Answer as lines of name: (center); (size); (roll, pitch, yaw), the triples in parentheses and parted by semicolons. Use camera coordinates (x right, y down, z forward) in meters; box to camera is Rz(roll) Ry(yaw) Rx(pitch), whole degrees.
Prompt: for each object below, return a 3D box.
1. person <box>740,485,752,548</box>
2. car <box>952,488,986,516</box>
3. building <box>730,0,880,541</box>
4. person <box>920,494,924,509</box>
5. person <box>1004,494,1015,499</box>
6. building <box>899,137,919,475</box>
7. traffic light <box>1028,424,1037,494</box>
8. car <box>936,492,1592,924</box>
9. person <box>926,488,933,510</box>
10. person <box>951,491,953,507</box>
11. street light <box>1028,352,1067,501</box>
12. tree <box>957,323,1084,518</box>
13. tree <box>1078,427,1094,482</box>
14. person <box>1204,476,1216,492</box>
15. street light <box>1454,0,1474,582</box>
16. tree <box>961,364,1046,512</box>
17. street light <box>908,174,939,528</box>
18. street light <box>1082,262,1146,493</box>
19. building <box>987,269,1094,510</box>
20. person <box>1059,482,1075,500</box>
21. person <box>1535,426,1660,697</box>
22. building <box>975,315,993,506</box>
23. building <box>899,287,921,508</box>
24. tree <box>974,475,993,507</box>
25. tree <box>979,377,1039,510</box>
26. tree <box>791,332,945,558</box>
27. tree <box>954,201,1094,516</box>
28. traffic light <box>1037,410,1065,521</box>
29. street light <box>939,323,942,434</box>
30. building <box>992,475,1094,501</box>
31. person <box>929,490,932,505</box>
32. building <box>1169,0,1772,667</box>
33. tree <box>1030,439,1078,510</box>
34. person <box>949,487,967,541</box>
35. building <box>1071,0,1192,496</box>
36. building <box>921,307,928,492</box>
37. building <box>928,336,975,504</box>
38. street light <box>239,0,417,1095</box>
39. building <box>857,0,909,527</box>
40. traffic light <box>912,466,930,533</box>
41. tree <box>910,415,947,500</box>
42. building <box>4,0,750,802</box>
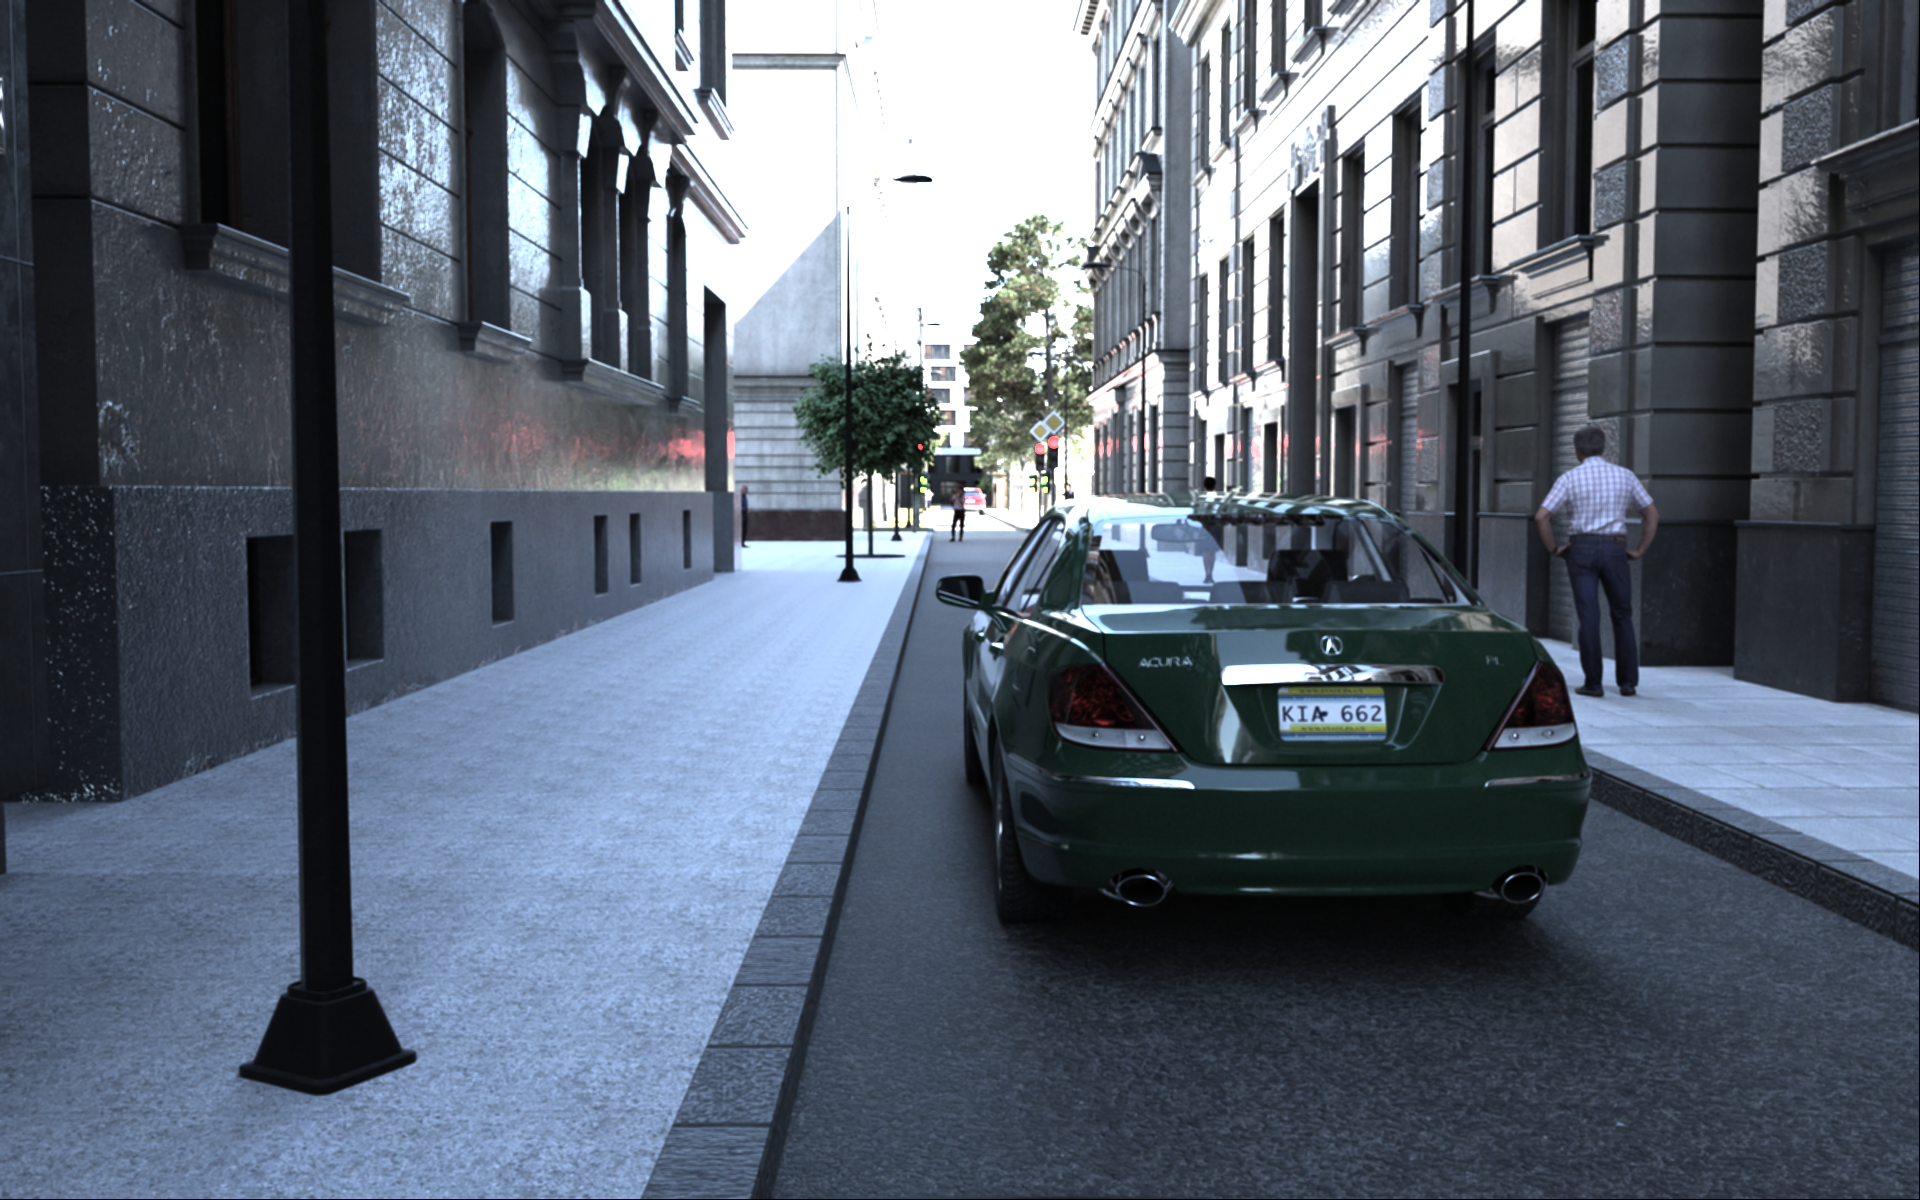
person: (-5.186, -1.995, 41.353); (0.600, 1.496, 0.574); (3, 4, 36)
car: (0.621, -6.595, 116.501); (2.281, 1.827, 5.304); (0, 4, -1)
building: (-12.192, -11.400, 51.017); (19.286, 19.102, 10.561); (0, 4, -1)
person: (-3.359, -8.680, 148.683); (0.721, 1.735, 1.217); (-2, 4, -25)
person: (3.725, -7.369, 128.482); (0.963, 1.587, 0.435); (1, 4, 19)
building: (-10.213, -20.089, 121.967); (14.314, 27.812, 24.014); (0, 4, -1)
traffic light: (2.999, -4.654, 65.331); (0.839, 4.213, 0.868); (0, 4, -1)
car: (0.976, 0.279, 7.235); (2.131, 1.459, 4.920); (0, 4, -2)
person: (-3.059, -9.404, 160.331); (0.750, 1.759, 0.617); (3, 5, 43)
person: (-0.917, -11.126, 191.090); (0.721, 1.739, 1.217); (1, 4, 14)
street light: (2.928, -5.148, 56.718); (1.470, 5.913, 1.316); (0, 4, -1)
tree: (3.615, -9.729, 93.485); (8.767, 10.594, 7.601); (3, 5, 39)
tree: (11.388, -11.515, 138.627); (4.737, 8.622, 4.395); (0, 3, 0)
person: (3.579, -1.012, 24.960); (0.453, 1.535, 0.546); (0, 4, -7)
street light: (3.326, -2.489, 13.241); (1.470, 5.913, 1.316); (0, 4, -1)
tree: (3.551, -12.377, 124.415); (6.751, 12.117, 7.091); (0, 3, 0)
street light: (-1.085, -3.227, 25.310); (1.470, 5.913, 1.316); (0, 4, -1)
street light: (3.149, -3.812, 34.860); (1.470, 5.913, 1.316); (0, 4, -1)
building: (10.376, -17.891, 148.930); (16.016, 20.091, 11.380); (0, 4, -1)
person: (4.098, -3.614, 65.929); (0.445, 1.727, 0.742); (3, 5, 42)
person: (4.039, -0.248, 11.034); (0.756, 1.711, 0.436); (1, 4, 13)
building: (16.305, -21.784, 200.140); (27.936, 21.610, 32.646); (0, 4, -1)
building: (-18.015, -19.129, 156.735); (27.936, 21.610, 32.646); (0, 4, -1)
tree: (2.334, -11.383, 180.708); (1.663, 3.219, 1.824); (0, 3, 0)
tree: (3.374, -9.278, 102.059); (4.360, 8.622, 3.978); (0, 3, 0)
tree: (-1.831, -3.158, 35.355); (4.285, 4.588, 4.351); (0, 3, 0)
tree: (3.854, -10.215, 74.445); (7.806, 13.903, 7.818); (0, 3, 0)
traffic light: (3.076, -4.165, 57.346); (0.839, 4.213, 0.868); (0, 4, -1)
street light: (-1.183, -4.550, 46.929); (1.470, 5.913, 1.316); (0, 4, -1)
building: (7.982, -13.870, 168.916); (9.099, 9.664, 28.070); (0, 4, -1)
person: (-3.724, -12.408, 208.780); (0.599, 1.838, 0.709); (-3, 4, -38)
building: (10.572, -13.879, 24.190); (12.463, 27.353, 25.104); (0, 4, -1)
tree: (5.915, -11.287, 134.903); (4.737, 8.622, 4.395); (0, 3, 0)
person: (-0.061, -2.598, 52.436); (0.566, 1.644, 0.517); (-2, 4, -27)
building: (8.983, -11.150, 46.931); (10.561, 19.102, 19.286); (0, 4, -1)
building: (-20.553, -21.933, 202.572); (32.646, 21.610, 27.936); (0, 4, -1)
building: (-9.373, -24.116, 238.273); (32.646, 21.610, 27.936); (0, 4, -1)
street light: (-0.870, -1.905, 3.691); (1.470, 5.913, 1.316); (0, 4, -1)
building: (-11.445, -19.025, 87.472); (17.030, 29.872, 44.131); (0, 4, -1)
traffic light: (-1.562, -4.650, 65.271); (0.839, 4.213, 0.868); (0, 4, -1)
tree: (-2.988, -11.465, 137.816); (4.737, 8.622, 4.395); (0, 3, 0)
building: (-9.809, -14.067, 17.383); (14.401, 28.519, 23.554); (0, 4, -1)
